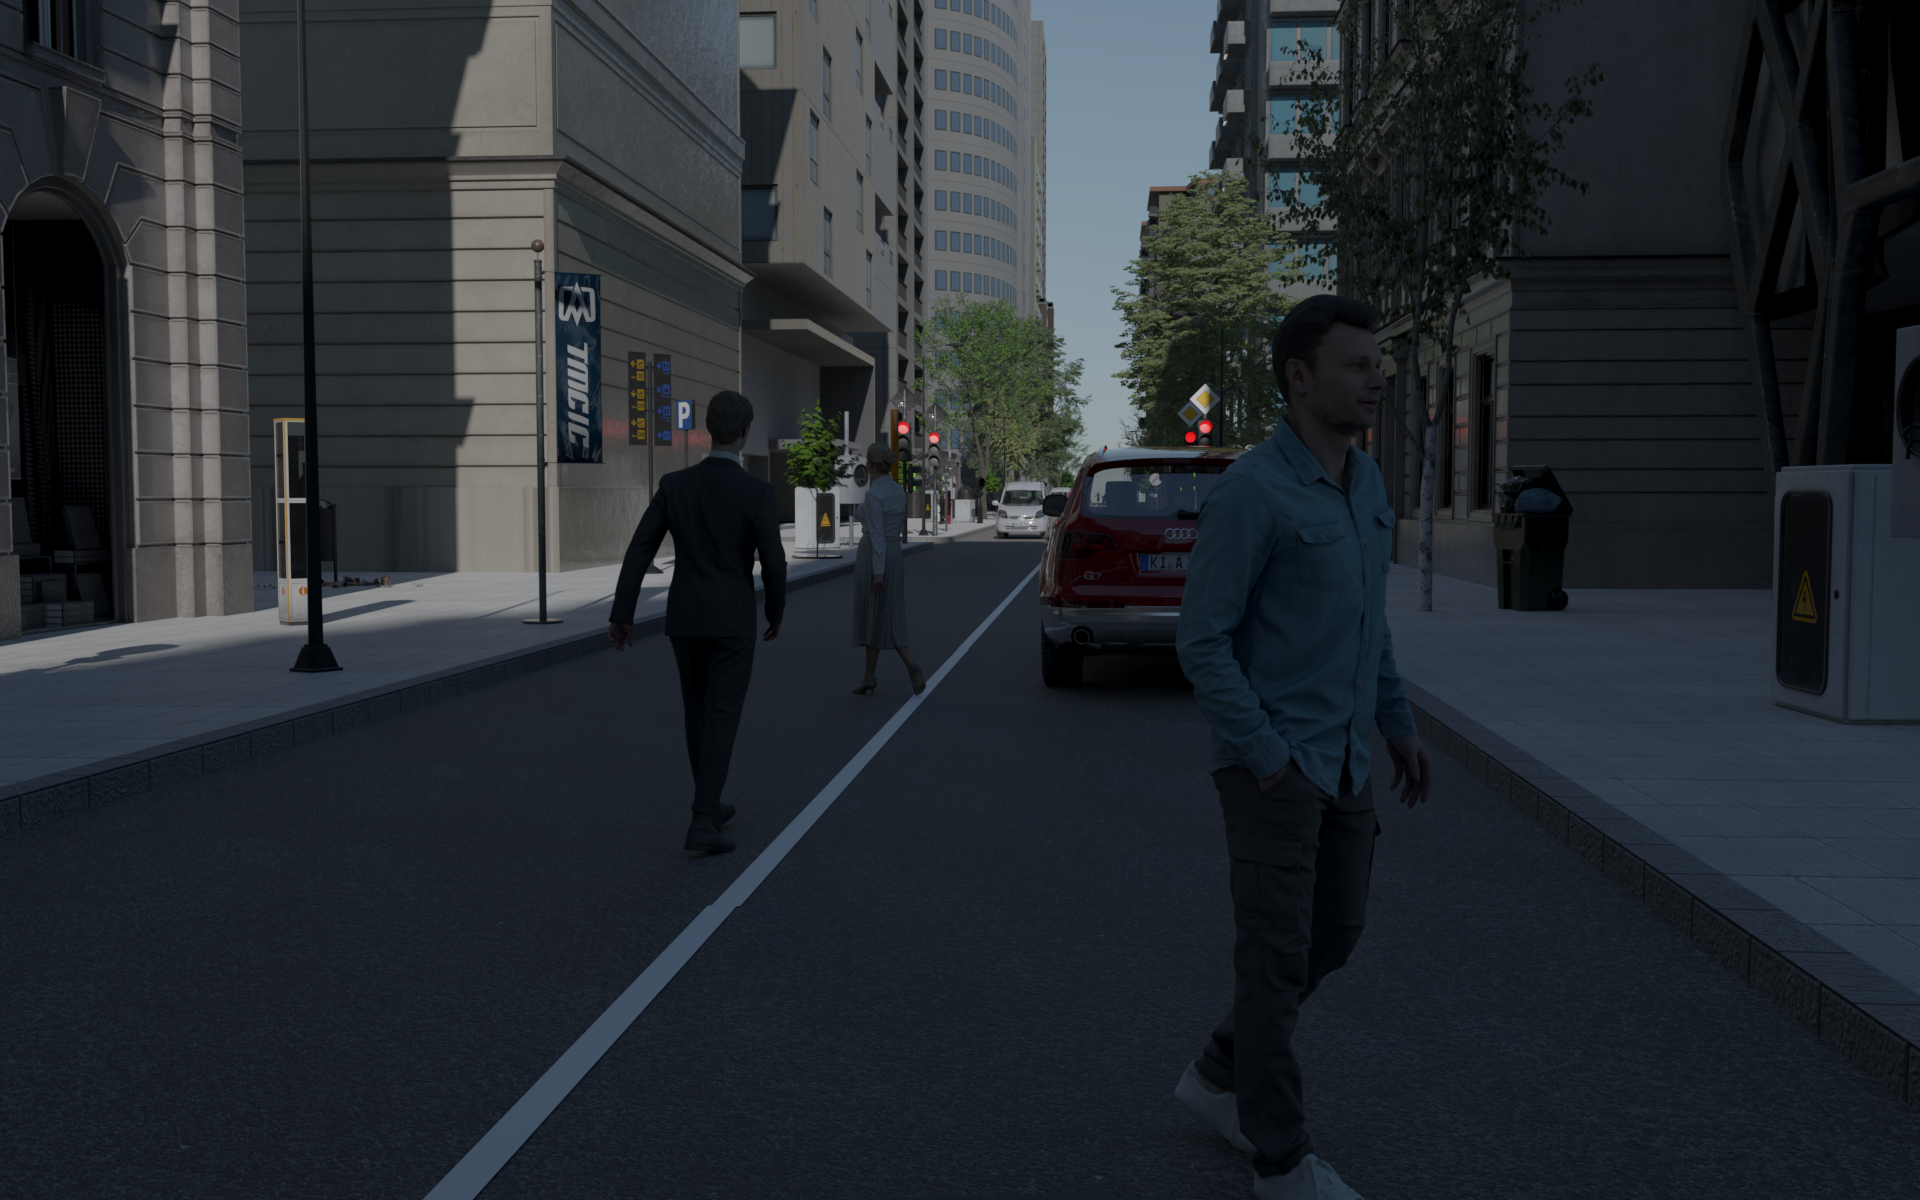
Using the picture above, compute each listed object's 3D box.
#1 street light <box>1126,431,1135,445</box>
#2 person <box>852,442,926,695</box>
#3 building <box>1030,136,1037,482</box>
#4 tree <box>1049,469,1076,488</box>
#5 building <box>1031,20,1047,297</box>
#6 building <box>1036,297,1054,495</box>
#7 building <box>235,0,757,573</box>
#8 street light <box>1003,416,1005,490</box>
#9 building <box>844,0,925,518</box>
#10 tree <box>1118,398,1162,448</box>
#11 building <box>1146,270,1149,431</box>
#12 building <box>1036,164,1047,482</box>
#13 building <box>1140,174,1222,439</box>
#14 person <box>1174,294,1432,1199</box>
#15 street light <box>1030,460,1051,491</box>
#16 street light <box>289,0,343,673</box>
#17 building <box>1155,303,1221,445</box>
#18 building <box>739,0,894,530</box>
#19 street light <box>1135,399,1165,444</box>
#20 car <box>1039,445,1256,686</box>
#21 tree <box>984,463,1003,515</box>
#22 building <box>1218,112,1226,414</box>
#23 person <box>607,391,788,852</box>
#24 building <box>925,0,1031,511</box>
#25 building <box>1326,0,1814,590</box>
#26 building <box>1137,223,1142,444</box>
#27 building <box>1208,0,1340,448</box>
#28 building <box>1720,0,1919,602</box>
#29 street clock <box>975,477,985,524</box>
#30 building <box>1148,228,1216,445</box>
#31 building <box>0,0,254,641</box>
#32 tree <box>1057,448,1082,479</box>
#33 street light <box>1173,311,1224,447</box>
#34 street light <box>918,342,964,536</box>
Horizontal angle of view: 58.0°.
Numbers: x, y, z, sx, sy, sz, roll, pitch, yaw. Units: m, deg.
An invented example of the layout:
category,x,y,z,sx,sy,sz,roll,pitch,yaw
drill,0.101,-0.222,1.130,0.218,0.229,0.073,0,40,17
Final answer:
category,x,y,z,sx,sy,sz,roll,pitch,yaw
street light,13.139,-9.448,127.018,1.470,5.913,1.316,0,4,5
person,-0.506,-0.218,12.291,0.641,1.798,0.478,3,5,43
building,1.186,-31.130,192.562,14.154,41.232,14.086,0,4,5
tree,14.938,-15.861,243.039,4.285,4.588,4.351,0,3,0
building,5.135,-50.755,268.098,20.563,71.187,20.611,0,4,5
building,6.405,-29.326,251.180,14.160,30.474,14.107,0,4,5
building,-20.098,-12.396,35.960,30.059,22.955,16.112,0,4,5
street light,2.989,-7.537,95.778,1.470,5.913,1.316,0,4,5
building,-10.513,-40.611,102.241,20.563,71.187,20.611,0,4,5
tree,14.189,-11.127,132.290,4.737,8.622,4.395,0,3,0
building,30.709,-27.408,219.814,14.160,30.474,14.107,0,4,5
building,-0.593,-37.265,228.885,23.786,49.044,30.456,0,4,5
building,36.982,-35.849,240.759,22.147,44.769,28.867,0,4,5
person,0.664,0.302,3.581,0.620,1.820,0.660,3,5,39
street light,5.816,-9.583,129.221,1.470,5.913,1.316,0,4,5
street light,-4.137,-2.435,12.348,1.470,5.913,1.316,0,4,5
building,33.537,-19.918,170.703,27.650,21.520,28.899,0,4,5
building,-17.258,-29.291,68.148,28.713,52.752,27.495,0,4,5
street light,9.440,-6.852,84.577,1.470,5.913,1.316,0,4,5
car,1.781,-0.348,14.363,2.281,1.827,5.304,0,4,6
tree,1.872,-6.930,107.899,1.663,3.219,1.824,0,3,0
building,34.286,-27.558,142.450,32.217,40.220,23.993,0,4,5
person,-0.995,0.072,7.093,0.659,1.850,0.755,1,4,15
building,-4.140,-38.458,170.791,21.231,58.520,28.212,0,4,5
building,12.762,-10.212,31.595,10.561,19.102,19.286,0,4,5
building,38.962,-37.645,270.111,22.147,44.769,28.867,0,4,5
building,25.535,-29.156,96.311,23.786,49.044,30.456,0,4,5
building,15.598,-8.920,13.287,16.820,18.784,16.811,0,4,5
street clock,0.877,-4.339,75.508,0.358,2.002,0.471,3,5,41
building,28.525,-25.730,192.393,14.160,30.474,14.107,0,4,5
building,-14.488,-10.114,7.164,13.314,21.916,24.055,0,4,5
tree,17.303,-21.539,286.574,8.767,10.594,7.601,-1,4,-19
street light,6.122,-4.381,44.169,1.470,5.913,1.316,0,4,5
street light,-0.581,-4.935,53.229,1.470,5.913,1.316,0,4,5
